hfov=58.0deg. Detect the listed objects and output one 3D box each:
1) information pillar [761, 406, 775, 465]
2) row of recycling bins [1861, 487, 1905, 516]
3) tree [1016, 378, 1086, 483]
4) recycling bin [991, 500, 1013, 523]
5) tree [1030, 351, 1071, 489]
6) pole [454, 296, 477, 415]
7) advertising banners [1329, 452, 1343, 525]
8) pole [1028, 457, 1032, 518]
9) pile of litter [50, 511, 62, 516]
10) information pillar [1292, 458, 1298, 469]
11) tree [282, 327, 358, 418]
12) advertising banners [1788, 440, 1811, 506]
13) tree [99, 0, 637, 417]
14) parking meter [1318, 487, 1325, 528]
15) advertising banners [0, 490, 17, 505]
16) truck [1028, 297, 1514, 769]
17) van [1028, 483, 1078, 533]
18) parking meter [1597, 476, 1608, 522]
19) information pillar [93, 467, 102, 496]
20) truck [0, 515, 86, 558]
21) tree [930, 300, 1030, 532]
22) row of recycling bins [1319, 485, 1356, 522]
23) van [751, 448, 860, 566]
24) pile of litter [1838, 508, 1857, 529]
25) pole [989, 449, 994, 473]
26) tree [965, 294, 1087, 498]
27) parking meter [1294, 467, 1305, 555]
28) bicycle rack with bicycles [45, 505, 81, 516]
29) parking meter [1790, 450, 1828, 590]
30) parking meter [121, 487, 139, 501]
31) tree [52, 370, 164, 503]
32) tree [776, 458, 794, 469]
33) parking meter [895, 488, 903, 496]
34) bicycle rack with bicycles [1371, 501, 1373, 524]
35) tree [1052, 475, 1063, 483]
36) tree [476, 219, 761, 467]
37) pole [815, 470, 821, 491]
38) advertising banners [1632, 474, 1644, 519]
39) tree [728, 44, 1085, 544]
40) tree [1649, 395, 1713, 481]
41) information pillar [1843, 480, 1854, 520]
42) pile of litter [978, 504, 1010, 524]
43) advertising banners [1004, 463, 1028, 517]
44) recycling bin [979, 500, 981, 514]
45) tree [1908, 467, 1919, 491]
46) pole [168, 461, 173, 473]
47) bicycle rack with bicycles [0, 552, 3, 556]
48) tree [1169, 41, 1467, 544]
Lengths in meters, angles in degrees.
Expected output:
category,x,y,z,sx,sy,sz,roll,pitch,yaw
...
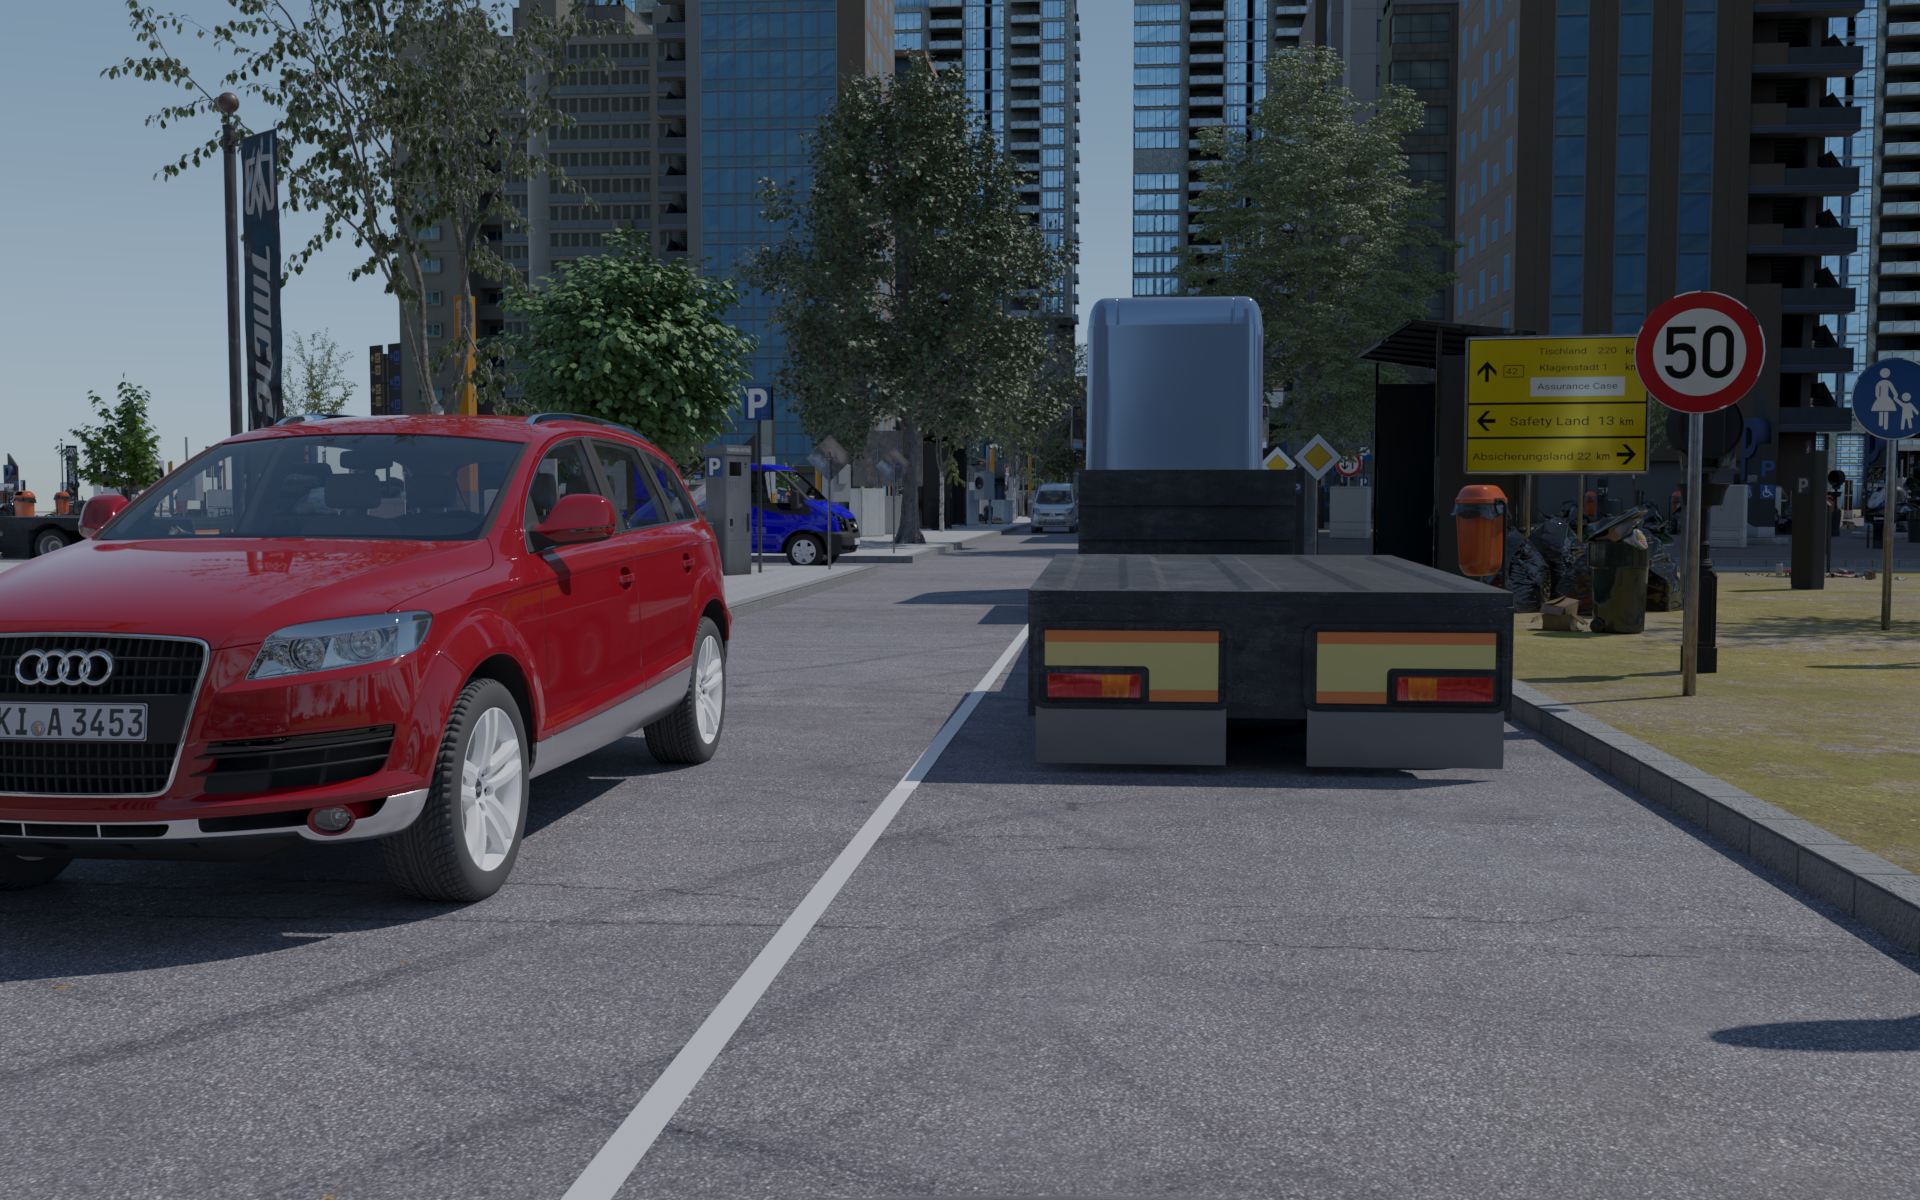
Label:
category,x,y,z,sx,sy,sz,roll,pitch,yaw
information pillar,-4.260,-2.881,38.453,0.183,3.616,0.504,-2,4,-35
row of recycling bins,51.535,-5.479,96.698,1.069,1.692,3.534,0,4,0
tree,7.406,-12.207,134.002,8.767,10.594,7.601,3,5,44
recycling bin,1.840,-3.876,75.933,0.722,1.027,0.722,3,4,36
tree,2.519,-8.072,82.331,4.737,8.622,4.395,0,3,0
pole,-5.100,-1.473,17.925,0.158,3.312,0.155,0,3,0
advertising banners,15.439,-4.570,70.907,0.090,3.025,2.074,2,4,27
pole,3.753,-6.078,93.219,0.158,3.312,0.155,0,3,0
pile of litter,-50.829,-5.129,97.820,1.176,0.858,1.719,2,4,35
information pillar,19.950,-6.865,103.599,0.504,3.616,0.183,2,4,27
tree,-28.526,-7.673,75.812,4.737,8.622,4.395,0,3,0
advertising banners,27.739,-3.733,57.219,0.090,3.025,2.074,1,4,9
tree,-4.566,-3.921,14.474,4.360,8.622,3.978,0,3,0
parking meter,13.441,-3.447,64.775,0.372,1.533,0.369,0,3,0
advertising banners,-41.680,-4.844,75.388,2.074,3.025,0.090,1,4,11
truck,2.405,-1.724,17.954,2.967,4.110,18.799,0,4,5
van,3.573,-3.526,64.655,2.013,2.044,4.112,0,4,7
parking meter,21.022,-3.117,56.674,0.255,1.863,0.399,3,4,37
information pillar,-52.842,-7.016,106.072,0.504,3.616,0.183,-1,4,-14
truck,-23.987,-2.790,35.368,18.799,4.110,2.967,0,4,5
tree,-0.376,-6.609,58.419,4.737,8.622,4.395,0,3,0
row of recycling bins,17.097,-4.464,80.106,3.534,1.692,1.069,-2,4,-29
van,-4.572,-1.799,33.791,5.245,2.365,2.240,0,4,7
pile of litter,32.501,-3.046,63.771,1.719,0.858,1.176,-2,4,-30
pole,1.434,-5.161,78.227,0.158,3.312,0.155,0,3,0
tree,4.764,-11.918,105.230,12.009,13.543,11.850,0,3,0
parking meter,6.989,-1.862,36.162,0.399,1.863,0.255,0,4,6
bicycle rack with bicycles,-29.373,-2.805,59.242,2.925,0.926,2.852,0,4,8
parking meter,11.439,-1.078,23.344,0.255,1.863,0.399,-1,4,-20
parking meter,-18.812,-1.888,39.283,0.372,1.533,0.369,0,3,0
tree,-13.005,-1.993,27.193,1.663,3.219,1.824,0,3,0
tree,-9.580,-6.046,93.457,1.663,3.219,1.824,0,3,0
parking meter,-2.712,-4.216,77.342,0.372,1.533,0.369,0,3,0
bicycle rack with bicycles,17.924,-3.782,75.214,2.852,0.926,2.925,-3,5,-40
tree,8.733,-9.698,153.171,1.663,3.219,1.824,0,3,0
tree,-4.080,-2.271,20.846,4.285,4.588,4.351,0,3,0
pole,-5.544,-4.513,67.636,0.158,3.312,0.155,0,3,0
advertising banners,24.190,-4.016,61.843,0.090,3.025,2.074,1,4,11
tree,-1.315,-7.814,44.769,9.611,12.733,9.660,0,3,0
tree,27.615,-7.087,66.235,4.737,8.622,4.395,0,3,0
information pillar,44.863,-5.074,87.448,0.304,2.012,0.304,-1,4,-15
pile of litter,1.334,-3.654,73.705,1.719,0.858,1.176,0,4,-6
advertising banners,3.180,-6.233,98.099,0.090,3.025,2.074,-3,5,-41
recycling bin,0.555,-4.119,79.903,0.722,1.027,0.722,0,4,-8
tree,36.185,-4.270,64.408,1.663,3.219,1.824,0,3,0
pole,-50.460,-7.142,110.612,0.158,3.312,0.155,0,3,0
bicycle rack with bicycles,-6.896,0.161,10.743,2.852,0.926,2.925,2,4,25
tree,8.994,-7.735,44.587,7.486,12.596,7.792,0,3,0
